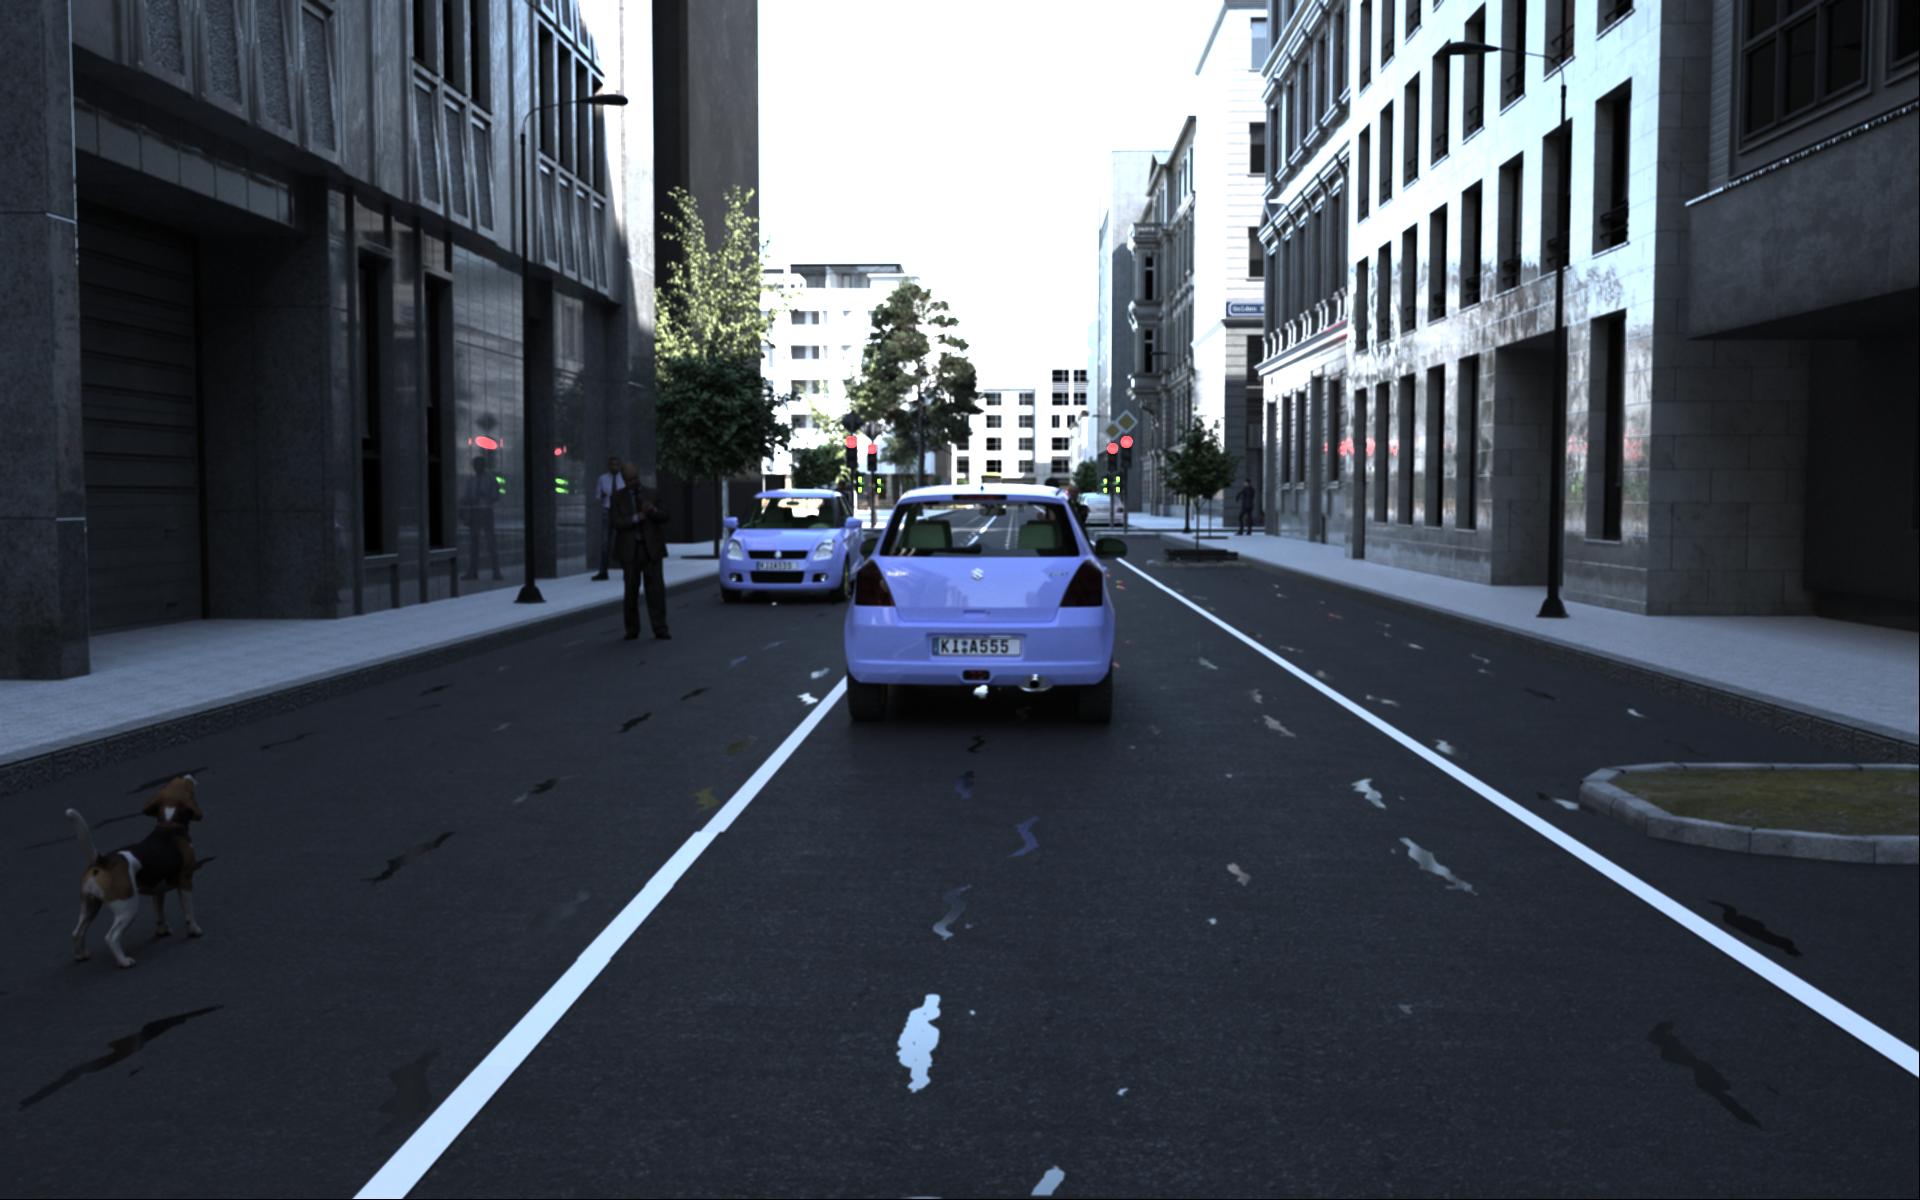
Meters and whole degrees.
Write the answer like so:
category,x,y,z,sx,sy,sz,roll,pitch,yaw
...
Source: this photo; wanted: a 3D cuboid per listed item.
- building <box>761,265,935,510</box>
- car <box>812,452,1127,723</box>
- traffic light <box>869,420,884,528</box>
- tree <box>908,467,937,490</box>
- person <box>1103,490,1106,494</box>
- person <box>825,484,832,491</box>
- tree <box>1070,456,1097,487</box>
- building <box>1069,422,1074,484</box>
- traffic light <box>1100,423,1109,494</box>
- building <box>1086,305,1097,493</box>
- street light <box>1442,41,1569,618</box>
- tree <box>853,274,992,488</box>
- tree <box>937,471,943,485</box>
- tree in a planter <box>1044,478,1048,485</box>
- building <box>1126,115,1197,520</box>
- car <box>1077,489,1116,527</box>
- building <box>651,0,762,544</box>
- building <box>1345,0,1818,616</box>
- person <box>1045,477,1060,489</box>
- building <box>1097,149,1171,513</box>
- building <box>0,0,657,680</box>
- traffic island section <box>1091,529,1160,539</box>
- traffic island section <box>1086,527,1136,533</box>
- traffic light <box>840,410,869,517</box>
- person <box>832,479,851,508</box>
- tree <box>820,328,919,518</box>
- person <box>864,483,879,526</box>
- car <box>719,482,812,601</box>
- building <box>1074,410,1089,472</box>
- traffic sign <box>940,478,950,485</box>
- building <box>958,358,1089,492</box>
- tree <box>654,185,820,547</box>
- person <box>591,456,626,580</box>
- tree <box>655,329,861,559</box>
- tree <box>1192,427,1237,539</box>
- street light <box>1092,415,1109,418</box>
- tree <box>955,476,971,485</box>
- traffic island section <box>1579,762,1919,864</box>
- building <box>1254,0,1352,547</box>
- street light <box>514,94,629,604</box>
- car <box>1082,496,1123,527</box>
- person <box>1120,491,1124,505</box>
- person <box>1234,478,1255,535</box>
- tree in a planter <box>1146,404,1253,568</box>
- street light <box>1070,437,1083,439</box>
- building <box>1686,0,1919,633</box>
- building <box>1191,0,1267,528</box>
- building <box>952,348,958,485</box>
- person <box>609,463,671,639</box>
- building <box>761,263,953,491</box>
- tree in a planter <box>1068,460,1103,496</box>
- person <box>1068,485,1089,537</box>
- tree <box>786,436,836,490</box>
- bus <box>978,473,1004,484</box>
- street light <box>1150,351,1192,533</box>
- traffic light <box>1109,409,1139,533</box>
category,x,y,z,sx,sy,sz,roll,pitch,yaw
building,-10.098,-17.781,147.136,16.016,20.091,11.380,0,4,2
car,0.214,-0.160,12.203,1.945,1.707,3.694,0,4,3
traffic light,-3.277,-4.639,65.094,0.839,4.213,0.868,0,4,2
tree,-2.853,-7.617,119.132,1.663,3.219,1.824,0,3,0
person,9.585,-6.576,115.624,0.516,1.574,0.319,-1,4,-10
person,-6.468,-4.754,84.224,0.683,1.767,0.568,0,4,3
tree,10.949,-9.876,145.184,4.285,4.588,4.351,0,3,0
building,17.622,-15.853,201.336,9.099,9.664,28.070,0,4,2
traffic light,5.680,-4.623,64.823,0.839,4.213,0.868,0,4,2
building,19.255,-18.118,152.649,16.016,20.091,11.380,0,4,2
street light,5.649,-2.776,17.932,1.470,5.913,1.316,0,4,2
tree,-2.264,-11.730,99.213,7.806,13.903,7.818,0,3,0
tree,-1.868,-8.862,139.487,1.663,3.219,1.824,0,3,0
tree in a planter,9.878,-12.043,194.122,1.991,3.239,1.994,0,4,2
building,17.095,-17.247,101.071,14.460,24.649,34.723,0,4,2
car,6.062,-4.182,77.178,1.959,1.807,4.718,0,4,2
building,-14.607,-13.502,50.437,15.834,23.373,12.332,0,4,2
building,12.698,-10.465,25.859,10.420,20.320,16.860,0,4,2
person,1.171,-0.718,21.714,0.415,1.643,0.593,0,4,-7
building,16.699,-19.019,128.980,12.078,24.808,19.932,0,4,2
building,-11.868,-12.431,21.270,12.078,24.808,19.932,0,4,2
traffic island section,5.463,-2.121,56.953,2.009,0.180,2.903,0,4,2
traffic island section,5.720,-2.609,64.934,2.009,0.180,2.903,0,4,2
traffic light,-3.534,-4.151,57.113,0.839,4.213,0.868,0,4,2
person,-2.591,-1.678,36.621,0.565,1.739,0.600,-1,4,-10
tree,-4.852,-7.671,75.789,4.737,8.622,4.395,0,3,0
person,-3.519,-3.804,68.925,0.600,1.739,0.565,-2,4,-28
car,-2.281,-0.895,24.218,1.945,1.707,3.694,0,4,3
building,16.663,-14.104,172.750,9.099,9.664,28.070,0,4,2
traffic sign,-1.164,-8.225,134.577,0.768,2.556,0.104,0,4,4
building,10.448,-22.419,233.011,31.486,18.905,16.747,0,4,2
tree,-5.749,-5.514,40.519,4.737,8.622,4.395,0,3,0
person,-5.107,-1.204,25.595,0.709,1.838,0.599,-1,4,-9
tree,-4.960,-3.120,34.733,4.285,4.588,4.351,0,3,0
tree,7.091,-3.381,49.884,1.663,3.219,1.824,0,3,0
street light,8.423,-7.906,101.800,1.470,5.913,1.316,0,4,2
tree,0.516,-13.010,207.309,1.663,3.219,1.824,0,3,0
traffic island section,3.880,0.928,7.697,1.991,0.108,1.994,0,4,2
building,14.368,-12.756,44.716,11.583,22.565,21.152,0,4,2
street light,-4.543,-2.919,20.272,1.470,5.913,1.316,0,4,2
car,5.661,-3.487,69.369,2.083,1.381,4.827,0,4,2
person,8.439,-5.104,90.298,0.445,1.727,0.742,-2,4,-35
person,8.859,-2.914,54.137,0.683,1.767,0.568,-3,5,-42
tree in a planter,4.750,-2.282,34.531,1.991,3.239,1.994,0,4,2
street light,9.541,-10.235,139.883,1.470,5.913,1.316,0,4,2
building,13.880,-12.947,5.183,14.314,27.812,24.014,0,4,2
building,24.933,-17.900,70.163,29.804,29.767,11.434,0,4,2
building,-16.523,-20.911,208.347,31.486,18.905,16.747,0,4,2
person,-3.139,-0.482,17.073,0.565,1.739,0.600,-3,5,-40
building,-15.222,-19.931,169.840,27.936,21.610,32.646,0,4,2
tree in a planter,6.521,-5.671,89.939,1.991,3.239,1.994,0,4,2
person,1.506,-0.753,23.084,0.482,1.546,0.388,1,4,9
tree,-4.960,-3.858,57.683,1.663,3.219,1.824,0,3,0
bus,3.723,-12.868,201.938,2.896,3.916,12.252,0,4,2
street light,6.883,-5.130,56.418,1.470,5.913,1.316,0,4,2
traffic light,5.423,-4.134,56.842,0.839,4.213,0.868,0,4,2
